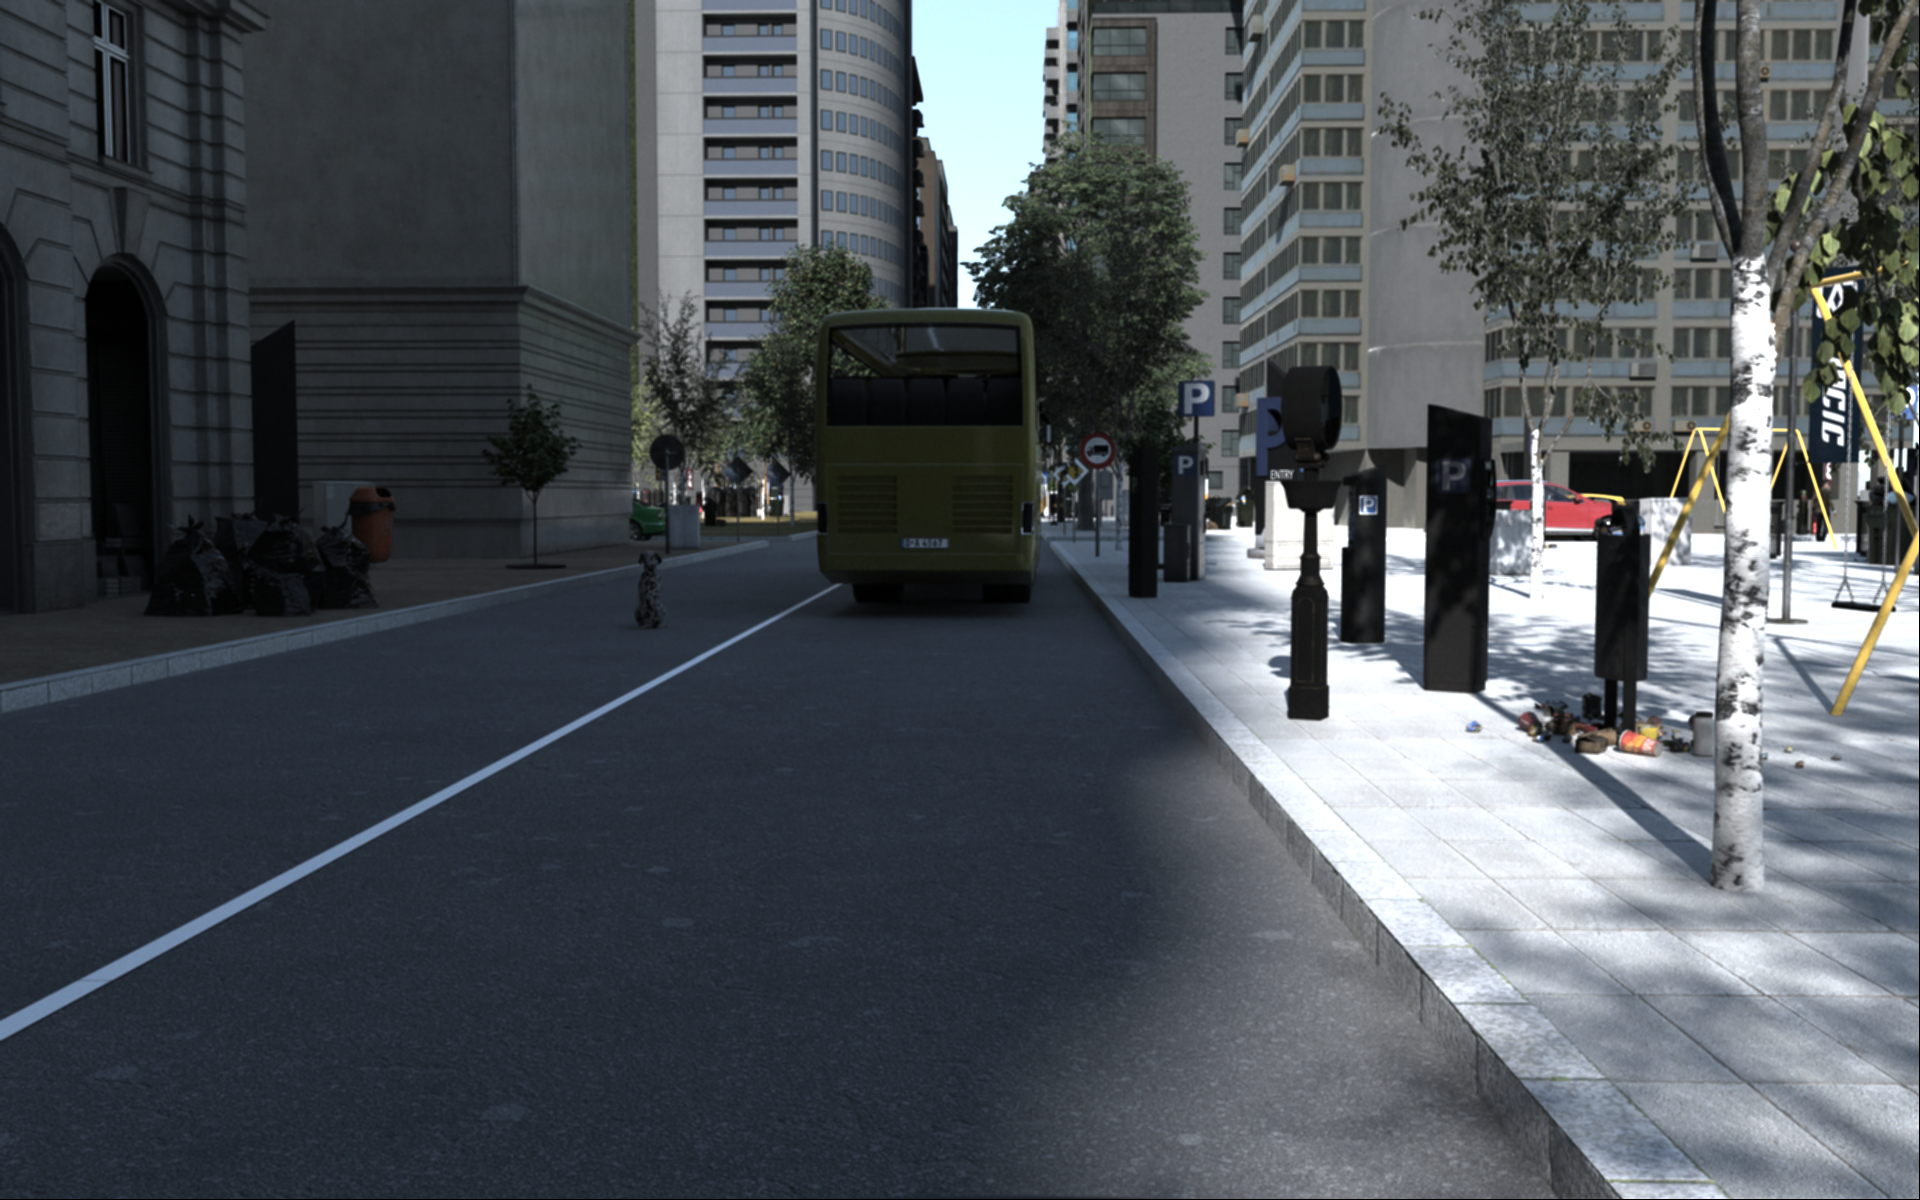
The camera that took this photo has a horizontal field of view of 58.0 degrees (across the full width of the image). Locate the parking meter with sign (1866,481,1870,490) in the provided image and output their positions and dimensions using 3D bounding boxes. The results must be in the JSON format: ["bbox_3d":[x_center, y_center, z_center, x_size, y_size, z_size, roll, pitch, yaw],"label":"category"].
[{"bbox_3d":[52.867,-6.390,100.745,1.738,3.016,0.543,2,4,32],"label":"parking meter with sign"}]

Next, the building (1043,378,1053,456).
[{"bbox_3d":[17.624,-27.513,221.540,14.160,30.474,14.107,0,4,2],"label":"building"}]

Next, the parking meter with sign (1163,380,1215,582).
[{"bbox_3d":[3.402,-1.815,25.934,0.543,3.016,1.738,1,4,17],"label":"parking meter with sign"}]

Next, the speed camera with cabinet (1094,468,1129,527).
[{"bbox_3d":[6.343,-4.524,68.305,2.038,3.252,0.660,0,4,-6],"label":"speed camera with cabinet"}]

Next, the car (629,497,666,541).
[{"bbox_3d":[-10.817,-2.557,50.611,4.718,1.807,1.959,0,4,1],"label":"car"}]

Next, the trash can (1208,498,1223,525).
[{"bbox_3d":[9.643,-3.248,64.754,0.748,1.137,0.748,0,3,0],"label":"trash can"}]

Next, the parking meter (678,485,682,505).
[{"bbox_3d":[-18.194,-6.562,113.007,0.255,1.863,0.399,-2,4,-34],"label":"parking meter"}]

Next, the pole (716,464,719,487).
[{"bbox_3d":[-16.297,-7.491,116.313,0.158,3.312,0.155,0,3,0],"label":"pole"}]

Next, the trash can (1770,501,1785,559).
[{"bbox_3d":[15.972,-1.390,34.377,0.748,1.137,0.748,0,3,0],"label":"trash can"}]

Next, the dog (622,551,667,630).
[{"bbox_3d":[-3.417,-0.104,18.544,0.513,0.831,0.800,2,4,31],"label":"dog"}]

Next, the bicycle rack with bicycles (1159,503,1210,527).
[{"bbox_3d":[8.850,-3.285,67.095,2.925,0.926,2.852,-1,4,-10],"label":"bicycle rack with bicycles"}]

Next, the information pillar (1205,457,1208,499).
[{"bbox_3d":[13.455,-6.377,95.612,0.504,3.616,0.183,3,4,36],"label":"information pillar"}]

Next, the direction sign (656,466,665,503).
[{"bbox_3d":[-17.025,-6.519,98.586,0.379,3.537,0.876,2,4,29],"label":"direction sign"}]

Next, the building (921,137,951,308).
[{"bbox_3d":[-12.646,-37.611,238.636,21.300,48.544,21.600,0,4,2],"label":"building"}]

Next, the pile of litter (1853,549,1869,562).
[{"bbox_3d":[17.912,-1.176,33.190,1.719,0.858,1.176,0,4,-5],"label":"pile of litter"}]

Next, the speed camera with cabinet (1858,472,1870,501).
[{"bbox_3d":[37.177,-4.696,71.111,0.660,3.252,2.038,0,4,-7],"label":"speed camera with cabinet"}]

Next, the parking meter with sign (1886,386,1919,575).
[{"bbox_3d":[15.373,-1.885,27.078,0.543,3.016,1.738,-1,4,-18],"label":"parking meter with sign"}]

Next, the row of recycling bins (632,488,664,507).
[{"bbox_3d":[-23.151,-7.214,125.062,3.534,1.692,1.069,-1,4,-21],"label":"row of recycling bins"}]

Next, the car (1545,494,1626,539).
[{"bbox_3d":[17.616,-2.454,50.342,3.980,1.641,2.015,0,4,3],"label":"car"}]

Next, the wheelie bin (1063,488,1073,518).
[{"bbox_3d":[5.501,-5.103,91.344,0.693,1.594,0.980,3,5,44],"label":"wheelie bin"}]

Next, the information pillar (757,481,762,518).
[{"bbox_3d":[-10.817,-5.469,93.908,0.304,2.012,0.304,-3,4,-38],"label":"information pillar"}]

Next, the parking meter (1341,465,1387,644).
[{"bbox_3d":[3.495,-0.402,14.990,0.372,1.533,0.369,0,3,0],"label":"parking meter"}]

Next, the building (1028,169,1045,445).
[{"bbox_3d":[25.206,-41.843,273.375,28.713,52.752,27.495,0,4,2],"label":"building"}]

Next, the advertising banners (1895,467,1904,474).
[{"bbox_3d":[59.917,-7.089,112.097,2.074,3.025,0.090,1,4,19],"label":"advertising banners"}]

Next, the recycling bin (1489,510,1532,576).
[{"bbox_3d":[8.772,-0.920,27.592,0.722,1.027,0.722,0,4,-4],"label":"recycling bin"}]

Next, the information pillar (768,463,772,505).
[{"bbox_3d":[-13.457,-8.073,123.344,0.504,3.616,0.183,2,4,24],"label":"information pillar"}]

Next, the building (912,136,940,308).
[{"bbox_3d":[-9.759,-34.894,220.631,14.600,45.320,14.200,0,4,2],"label":"building"}]

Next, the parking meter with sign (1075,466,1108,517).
[{"bbox_3d":[7.228,-6.061,95.360,1.738,3.016,0.543,1,4,12],"label":"parking meter with sign"}]

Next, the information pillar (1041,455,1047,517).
[{"bbox_3d":[4.687,-6.480,97.295,0.504,3.616,0.183,-3,5,-41],"label":"information pillar"}]

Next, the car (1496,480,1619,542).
[{"bbox_3d":[16.079,-2.413,48.130,5.304,1.827,2.281,0,4,0],"label":"car"}]

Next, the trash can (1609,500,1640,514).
[{"bbox_3d":[15.314,-1.725,39.852,0.748,1.137,0.748,0,3,0],"label":"trash can"}]

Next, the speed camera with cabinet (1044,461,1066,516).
[{"bbox_3d":[5.801,-6.593,102.124,2.038,3.252,0.660,-3,4,-38],"label":"speed camera with cabinet"}]

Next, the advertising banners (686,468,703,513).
[{"bbox_3d":[-17.335,-7.294,115.440,2.074,3.025,0.090,1,4,20],"label":"advertising banners"}]

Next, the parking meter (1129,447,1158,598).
[{"bbox_3d":[2.280,-0.970,21.564,0.255,1.863,0.399,-1,4,-16],"label":"parking meter"}]

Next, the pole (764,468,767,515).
[{"bbox_3d":[-12.211,-7.009,108.442,0.158,3.312,0.155,0,3,0],"label":"pole"}]

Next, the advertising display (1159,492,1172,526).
[{"bbox_3d":[8.267,-3.951,69.820,0.974,1.923,0.123,1,4,22],"label":"advertising display"}]

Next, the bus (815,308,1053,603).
[{"bbox_3d":[-0.076,-2.092,25.743,2.896,3.916,12.252,0,4,3],"label":"bus"}]

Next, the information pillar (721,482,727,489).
[{"bbox_3d":[-14.245,-6.122,104.580,0.304,2.012,0.304,-1,4,-22],"label":"information pillar"}]

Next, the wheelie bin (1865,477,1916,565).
[{"bbox_3d":[16.872,-1.435,31.366,0.693,1.594,0.980,-1,4,-15],"label":"wheelie bin"}]

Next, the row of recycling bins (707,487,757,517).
[{"bbox_3d":[-12.574,-5.458,96.356,1.069,1.692,3.534,3,4,39],"label":"row of recycling bins"}]

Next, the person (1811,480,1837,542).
[{"bbox_3d":[24.350,-2.472,48.827,0.656,1.842,0.836,2,4,26],"label":"person"}]

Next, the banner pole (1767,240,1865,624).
[{"bbox_3d":[8.404,-1.650,16.997,0.863,3.779,0.401,3,5,43],"label":"banner pole"}]

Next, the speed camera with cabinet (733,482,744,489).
[{"bbox_3d":[-13.110,-6.608,102.375,0.660,3.252,2.038,0,4,-8],"label":"speed camera with cabinet"}]

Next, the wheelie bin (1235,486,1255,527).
[{"bbox_3d":[11.060,-3.623,67.152,0.693,1.594,0.980,0,4,-2],"label":"wheelie bin"}]

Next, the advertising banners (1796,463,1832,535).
[{"bbox_3d":[26.946,-3.567,54.516,2.074,3.025,0.090,-2,4,-35],"label":"advertising banners"}]

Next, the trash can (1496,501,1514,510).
[{"bbox_3d":[11.345,-1.534,36.733,0.748,1.137,0.748,0,3,0],"label":"trash can"}]

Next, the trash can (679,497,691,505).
[{"bbox_3d":[-15.500,-5.260,97.658,0.748,1.137,0.748,0,3,0],"label":"trash can"}]

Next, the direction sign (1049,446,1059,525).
[{"bbox_3d":[3.899,-4.877,71.729,0.379,3.537,0.876,0,4,0],"label":"direction sign"}]

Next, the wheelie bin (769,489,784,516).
[{"bbox_3d":[-10.522,-5.595,99.383,0.980,1.594,0.693,2,4,35],"label":"wheelie bin"}]

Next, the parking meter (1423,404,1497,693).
[{"bbox_3d":[3.251,-0.340,11.262,0.399,1.863,0.255,2,4,33],"label":"parking meter"}]

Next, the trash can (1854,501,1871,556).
[{"bbox_3d":[18.865,-1.476,35.782,0.748,1.137,0.748,0,3,0],"label":"trash can"}]

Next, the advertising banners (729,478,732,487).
[{"bbox_3d":[-14.974,-7.311,115.729,0.090,3.025,2.074,2,4,24],"label":"advertising banners"}]

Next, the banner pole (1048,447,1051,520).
[{"bbox_3d":[4.399,-5.800,84.843,0.401,3.779,0.863,1,4,8],"label":"banner pole"}]

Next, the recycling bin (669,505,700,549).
[{"bbox_3d":[-6.466,-1.714,40.578,0.722,1.027,0.722,-1,4,-9],"label":"recycling bin"}]

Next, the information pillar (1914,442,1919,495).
[{"bbox_3d":[42.744,-5.255,77.274,0.183,3.616,0.504,0,4,-4],"label":"information pillar"}]
